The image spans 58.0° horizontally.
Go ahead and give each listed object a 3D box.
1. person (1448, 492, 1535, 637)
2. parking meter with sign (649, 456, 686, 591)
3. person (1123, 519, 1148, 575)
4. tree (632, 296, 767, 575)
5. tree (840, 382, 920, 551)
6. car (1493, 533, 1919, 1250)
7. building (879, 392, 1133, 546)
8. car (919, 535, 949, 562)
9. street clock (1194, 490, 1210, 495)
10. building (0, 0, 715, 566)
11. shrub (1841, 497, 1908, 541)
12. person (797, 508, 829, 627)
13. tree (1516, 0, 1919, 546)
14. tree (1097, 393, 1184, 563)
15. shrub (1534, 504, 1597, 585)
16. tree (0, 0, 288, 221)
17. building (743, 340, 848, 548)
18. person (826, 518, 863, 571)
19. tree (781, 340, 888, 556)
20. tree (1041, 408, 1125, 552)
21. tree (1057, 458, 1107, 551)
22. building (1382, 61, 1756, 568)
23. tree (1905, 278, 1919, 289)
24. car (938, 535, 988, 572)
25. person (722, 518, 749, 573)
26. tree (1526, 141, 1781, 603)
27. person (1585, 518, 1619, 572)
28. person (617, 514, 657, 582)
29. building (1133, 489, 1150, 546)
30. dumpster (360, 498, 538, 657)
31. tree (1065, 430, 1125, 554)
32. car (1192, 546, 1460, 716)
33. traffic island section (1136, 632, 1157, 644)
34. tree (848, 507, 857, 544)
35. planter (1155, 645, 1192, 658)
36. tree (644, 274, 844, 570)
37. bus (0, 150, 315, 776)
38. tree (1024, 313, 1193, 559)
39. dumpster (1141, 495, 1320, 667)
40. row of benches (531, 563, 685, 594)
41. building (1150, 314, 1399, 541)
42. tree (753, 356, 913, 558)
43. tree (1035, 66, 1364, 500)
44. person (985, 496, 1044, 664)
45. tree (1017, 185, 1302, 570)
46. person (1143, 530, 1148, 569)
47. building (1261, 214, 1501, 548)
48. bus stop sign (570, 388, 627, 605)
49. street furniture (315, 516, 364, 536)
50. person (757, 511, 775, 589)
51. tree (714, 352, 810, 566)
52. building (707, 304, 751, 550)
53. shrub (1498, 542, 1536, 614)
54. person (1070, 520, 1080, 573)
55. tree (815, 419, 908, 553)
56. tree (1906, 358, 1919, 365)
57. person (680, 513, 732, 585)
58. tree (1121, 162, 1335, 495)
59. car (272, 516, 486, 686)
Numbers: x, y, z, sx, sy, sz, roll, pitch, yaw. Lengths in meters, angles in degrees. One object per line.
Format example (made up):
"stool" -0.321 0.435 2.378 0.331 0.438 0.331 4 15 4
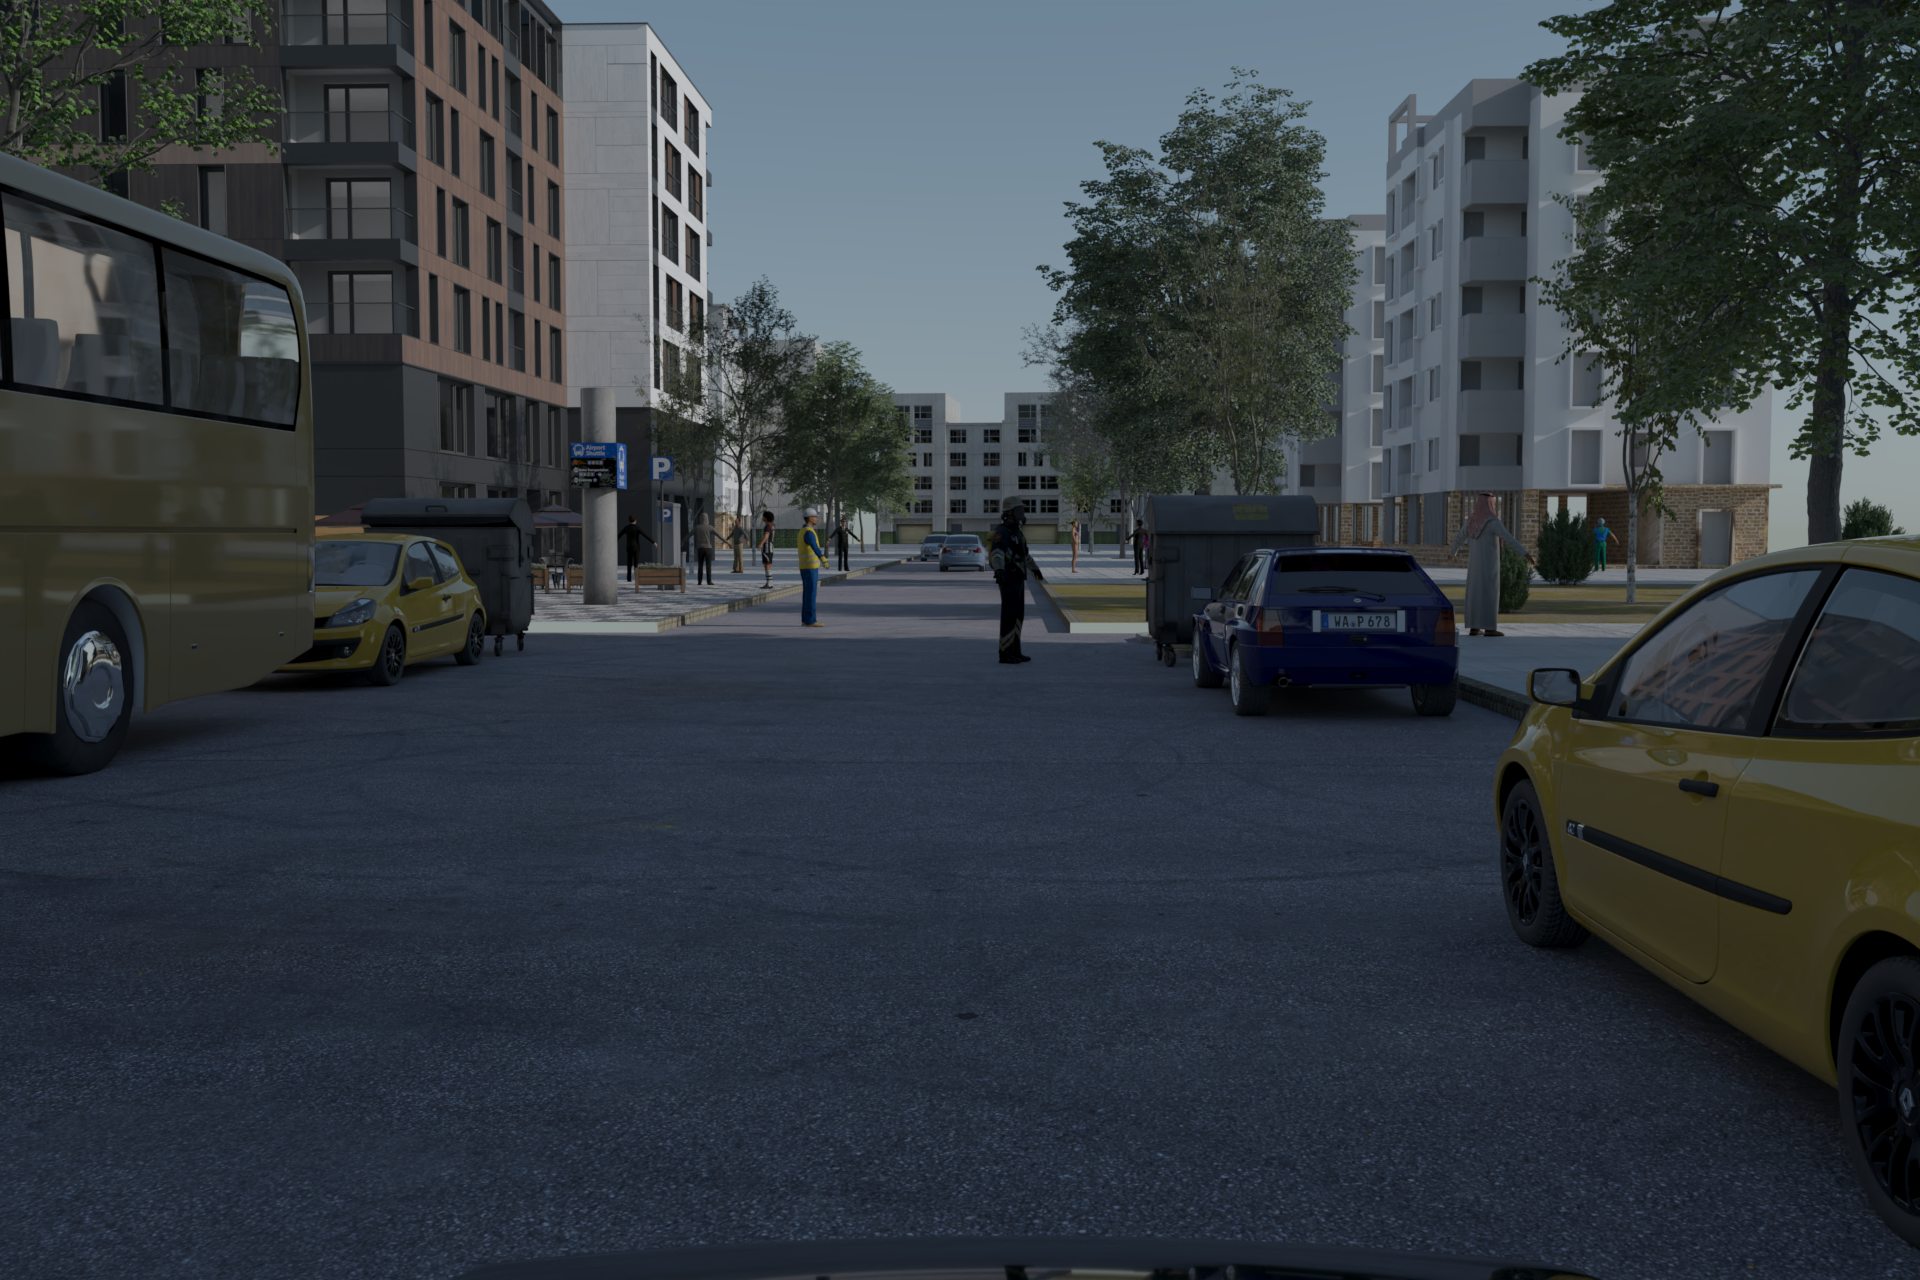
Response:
"person" 6.617 -0.957 21.788 0.704 1.811 1.347 -2 4 -32
"parking meter with sign" -6.656 -2.657 39.700 0.543 3.016 1.738 0 4 2
"person" 5.532 -2.898 54.102 1.216 1.740 0.721 -3 5 -42
"tree" -8.467 -6.342 54.052 4.360 8.622 3.978 0 3 0
"tree" -6.570 -12.933 129.589 7.486 12.596 7.792 0 3 0
"car" 2.770 0.329 4.846 2.015 1.641 3.980 0 4 1
"building" 6.398 -21.644 222.788 31.486 18.905 16.747 0 4 6
"car" -1.157 -4.857 91.408 2.014 1.417 4.499 0 4 1
"street clock" 3.952 -1.453 28.331 0.358 2.002 0.471 0 4 2
"building" -26.466 -13.701 67.986 27.936 21.610 32.646 0 4 2
"shrub" 18.573 -1.928 35.559 1.661 2.075 1.752 0 3 0
"person" -2.299 -1.126 26.830 0.705 1.833 1.349 -1 4 -19
"tree" 9.784 -6.162 18.874 7.486 12.596 7.792 0 3 0
"tree" 7.858 -7.777 77.515 4.360 8.622 3.978 0 3 0
"shrub" 15.172 -2.385 43.415 1.690 2.028 1.600 0 3 0
"tree" -11.595 -5.772 20.130 9.928 11.665 9.643 0 3 0
"building" -21.056 -18.787 173.622 16.747 18.905 31.486 0 4 2
"person" -4.012 -3.286 59.658 1.347 1.837 0.705 -2 4 -26
"tree" -7.543 -11.234 101.808 7.486 12.596 7.792 0 3 0
"tree" 9.418 -11.998 121.928 9.928 11.665 9.643 0 3 0
"tree" 9.057 -11.039 130.856 4.737 8.622 4.395 0 3 0
"building" 23.935 -13.422 75.873 16.016 20.090 11.380 0 4 1
"tree" 20.092 -6.778 28.941 7.486 12.596 7.792 0 3 0
"car" 0.121 -3.363 66.993 2.014 1.417 4.499 0 4 2
"person" -7.302 -3.091 56.808 1.348 1.796 0.705 3 5 44
"tree" 12.721 -4.988 31.916 4.737 8.622 4.395 0 3 0
"person" 21.865 -3.245 59.180 1.347 1.817 0.704 0 4 -1
"person" -8.735 -2.457 46.356 1.347 1.806 0.705 1 4 14
"building" 28.579 -19.863 191.221 16.747 18.905 31.486 0 4 2
"dumpster" -6.100 -0.764 20.707 1.865 1.857 1.264 0 4 1
"tree" 8.407 -9.754 109.834 4.737 8.622 4.395 0 3 0
"car" 3.039 -0.147 14.983 1.945 1.354 3.894 0 4 1
"traffic island section" 3.373 -0.017 23.151 1.991 0.108 1.994 0 4 1
"tree" -13.834 -16.459 219.461 4.737 8.622 4.395 0 3 0
"planter" 3.368 0.021 20.796 1.991 0.319 1.994 0 4 2
"tree" -7.640 -7.778 61.579 7.601 10.594 8.767 -1 4 -13
"bus" -6.401 -0.974 7.475 2.896 3.916 12.252 0 4 1
"tree" 8.542 -10.961 89.584 12.009 13.543 11.850 0 3 0
"dumpster" 2.964 -0.664 19.080 1.865 1.857 1.264 0 4 1
"row of benches" -8.015 -1.336 37.314 4.104 0.672 1.422 -1 4 -11
"building" 26.189 -19.288 146.291 19.493 23.208 18.063 0 4 2
"tree" -6.962 -9.583 91.092 8.767 10.594 7.601 -2 4 -27
"tree" 6.885 -8.716 49.157 9.857 13.997 8.962 0 3 0
"person" 0.605 -0.673 19.245 0.705 1.856 1.354 1 4 22
"tree" 7.200 -9.286 62.189 12.009 13.543 11.850 0 3 0
"person" 6.851 -3.275 62.812 0.599 1.433 0.991 -2 4 -31
"building" 23.452 -15.157 104.236 16.016 20.090 11.380 0 4 1
"bus stop sign" -6.556 -2.597 31.470 0.837 3.901 0.837 0 4 1
"street furniture" -15.376 -2.226 43.244 11.010 1.723 9.812 -2 4 -26
"person" -4.529 -2.102 40.514 0.704 1.843 1.345 0 4 2
"tree" -8.474 -7.262 69.096 4.360 8.622 3.978 0 3 0
"building" -24.155 -17.567 143.643 16.016 20.090 11.380 0 4 1
"shrub" 8.802 -1.036 28.062 1.383 1.207 1.383 0 3 0
"person" 3.868 -3.089 57.310 0.721 1.733 1.217 0 4 7
"tree" -6.934 -11.222 117.898 7.601 10.594 8.767 1 4 13
"tree" 28.345 -8.286 42.127 9.857 13.997 8.962 0 3 0
"person" -6.396 -2.280 43.404 1.348 1.813 0.705 0 4 5
"tree" 5.784 -5.140 34.396 4.360 8.622 3.978 0 3 0
"car" -6.147 -0.449 17.558 2.015 1.641 3.980 0 4 1
